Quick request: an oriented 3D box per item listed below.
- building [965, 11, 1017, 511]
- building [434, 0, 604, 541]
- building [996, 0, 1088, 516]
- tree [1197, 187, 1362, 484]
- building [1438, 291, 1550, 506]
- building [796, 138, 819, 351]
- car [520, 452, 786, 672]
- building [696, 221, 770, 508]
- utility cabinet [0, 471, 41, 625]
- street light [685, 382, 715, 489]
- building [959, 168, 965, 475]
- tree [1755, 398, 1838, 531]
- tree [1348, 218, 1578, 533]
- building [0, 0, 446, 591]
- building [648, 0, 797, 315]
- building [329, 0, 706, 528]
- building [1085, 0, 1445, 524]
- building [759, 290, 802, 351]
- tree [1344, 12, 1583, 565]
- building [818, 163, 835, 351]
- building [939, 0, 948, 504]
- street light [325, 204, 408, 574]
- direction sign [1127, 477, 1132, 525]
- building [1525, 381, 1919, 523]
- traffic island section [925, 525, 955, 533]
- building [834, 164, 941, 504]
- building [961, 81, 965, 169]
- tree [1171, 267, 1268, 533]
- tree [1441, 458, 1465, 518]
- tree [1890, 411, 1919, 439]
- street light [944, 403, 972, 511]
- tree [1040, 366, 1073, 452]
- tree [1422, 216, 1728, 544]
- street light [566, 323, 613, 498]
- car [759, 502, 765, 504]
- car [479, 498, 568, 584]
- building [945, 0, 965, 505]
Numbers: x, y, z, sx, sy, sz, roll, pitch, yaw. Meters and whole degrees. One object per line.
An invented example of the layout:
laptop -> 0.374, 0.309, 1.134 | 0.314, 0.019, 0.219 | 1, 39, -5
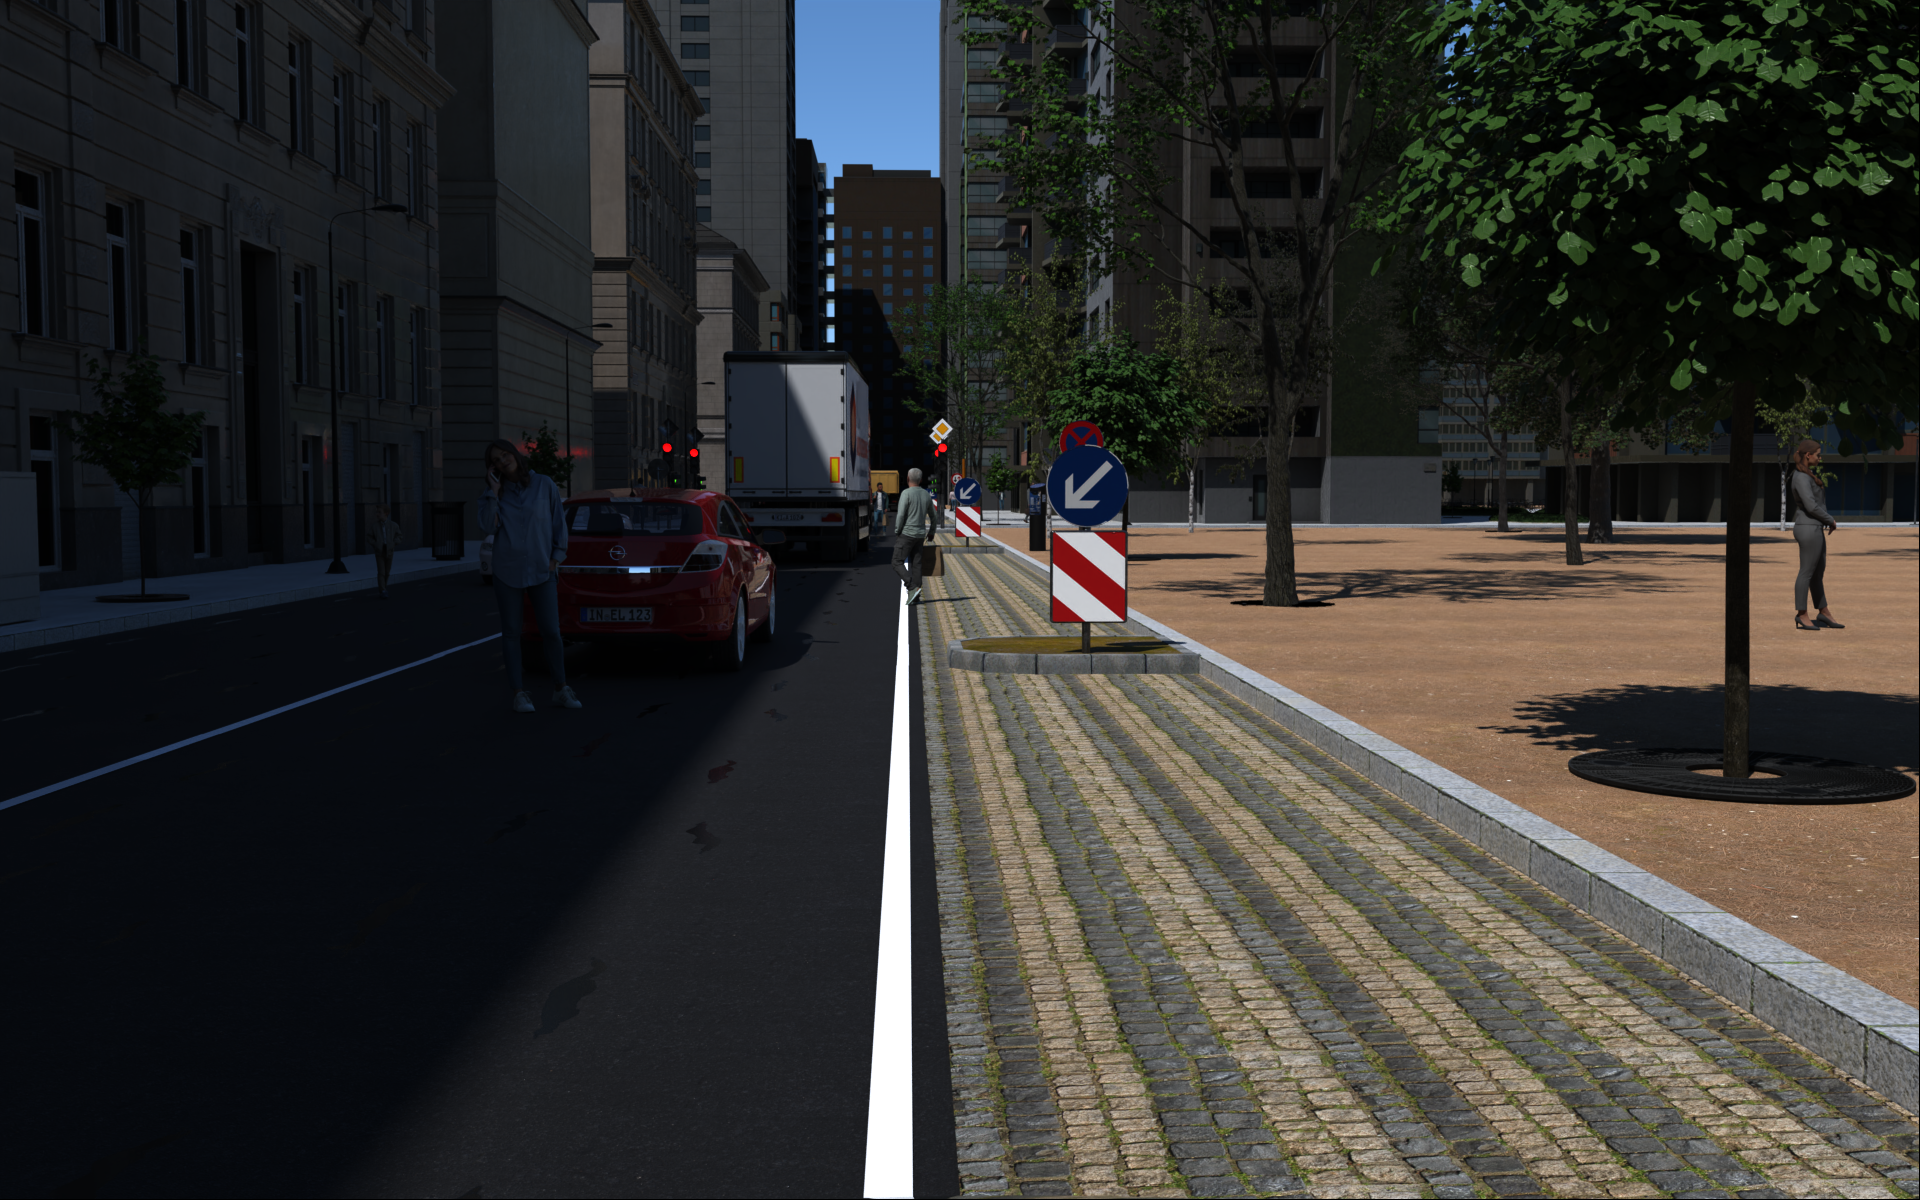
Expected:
building -> 7.339, -27.920, 140.093 | 14.154, 41.232, 14.086 | 0, 4, -2
building -> -27.094, -13.493, 53.901 | 30.059, 22.955, 16.112 | 0, 4, -2
building -> 13.638, -27.882, 110.489 | 22.147, 44.769, 28.867 | 0, 4, -2
tree -> 7.896, -5.628, 42.379 | 4.360, 8.622, 3.978 | 0, 3, 0
building -> 58.329, -31.496, 206.834 | 23.993, 40.220, 32.217 | 0, 4, -2
building -> -24.930, -34.489, 214.009 | 14.200, 45.320, 14.600 | 0, 4, -2
car -> -2.675, -0.394, 15.477 | 2.155, 1.783, 4.494 | 0, 4, -1
building -> -19.711, -16.319, 117.729 | 10.553, 20.767, 40.483 | 0, 4, -2
utility cabinet -> -9.457, -0.507, 16.964 | 0.318, 1.500, 1.173 | 0, 4, -4
street light -> -10.806, -6.065, 71.702 | 1.470, 5.913, 1.316 | 0, 4, -2
building -> 6.875, -23.516, 156.184 | 14.160, 30.474, 14.107 | 0, 4, -2
tree -> 28.488, -6.675, 59.505 | 4.737, 8.622, 4.395 | 0, 3, 0
tree -> 18.111, -9.018, 57.821 | 12.009, 13.543, 11.850 | 0, 3, 0
building -> -17.987, -14.225, 29.841 | 12.463, 27.353, 25.104 | 0, 4, -2
building -> -25.835, -45.675, 185.030 | 20.563, 71.187, 20.611 | 0, 4, -2
building -> -19.904, -17.544, 84.113 | 12.463, 27.353, 25.104 | 0, 4, -2
building -> 13.398, -18.830, 79.580 | 14.107, 30.474, 14.160 | 0, 4, -2
building -> -29.400, -19.327, 161.040 | 27.650, 21.520, 28.899 | 0, 4, -2
tree -> 10.823, -5.917, 31.161 | 7.601, 10.594, 8.767 | 2, 4, 32
building -> -32.556, -38.067, 242.009 | 30.456, 49.044, 23.786 | 0, 4, -2
building -> 7.506, -49.124, 241.434 | 20.611, 71.187, 20.563 | 0, 4, -2
street light -> -9.536, -3.384, 27.864 | 1.470, 5.913, 1.316 | 0, 4, -2
direction sign -> 6.946, -4.869, 71.602 | 0.876, 3.537, 0.379 | 0, 4, 2
building -> 44.078, -26.393, 86.158 | 28.867, 44.769, 22.147 | 0, 4, -2
traffic island section -> -0.626, -2.568, 64.262 | 2.009, 0.180, 2.903 | 0, 4, -2
building -> -9.853, -35.962, 238.089 | 14.200, 45.320, 14.600 | 0, 4, -2
building -> 11.415, -34.153, 178.005 | 23.786, 49.044, 30.456 | 0, 4, -2
tree -> 7.856, -6.545, 57.373 | 4.737, 8.622, 4.395 | 0, 3, 0
tree -> 26.345, -5.986, 92.466 | 1.663, 3.219, 1.824 | 0, 3, 0
tree -> 27.837, -6.063, 49.497 | 4.360, 8.622, 3.978 | 0, 3, 0
street light -> 0.019, -7.117, 88.908 | 1.470, 5.913, 1.316 | 0, 4, -2
tree -> 6.523, -8.797, 94.191 | 4.360, 8.622, 3.978 | 0, 3, 0
tree -> 16.719, -8.435, 44.576 | 9.857, 13.997, 8.962 | 0, 3, 0
street light -> -10.135, -4.566, 47.196 | 1.470, 5.913, 1.316 | 0, 4, -2
car -> -7.787, -4.073, 75.271 | 2.281, 1.827, 5.304 | 0, 4, -4
car -> -6.707, -1.032, 29.234 | 2.083, 1.381, 4.827 | 0, 4, 0
building -> 8.778, -40.669, 206.929 | 21.231, 58.520, 28.212 | 0, 4, -2
